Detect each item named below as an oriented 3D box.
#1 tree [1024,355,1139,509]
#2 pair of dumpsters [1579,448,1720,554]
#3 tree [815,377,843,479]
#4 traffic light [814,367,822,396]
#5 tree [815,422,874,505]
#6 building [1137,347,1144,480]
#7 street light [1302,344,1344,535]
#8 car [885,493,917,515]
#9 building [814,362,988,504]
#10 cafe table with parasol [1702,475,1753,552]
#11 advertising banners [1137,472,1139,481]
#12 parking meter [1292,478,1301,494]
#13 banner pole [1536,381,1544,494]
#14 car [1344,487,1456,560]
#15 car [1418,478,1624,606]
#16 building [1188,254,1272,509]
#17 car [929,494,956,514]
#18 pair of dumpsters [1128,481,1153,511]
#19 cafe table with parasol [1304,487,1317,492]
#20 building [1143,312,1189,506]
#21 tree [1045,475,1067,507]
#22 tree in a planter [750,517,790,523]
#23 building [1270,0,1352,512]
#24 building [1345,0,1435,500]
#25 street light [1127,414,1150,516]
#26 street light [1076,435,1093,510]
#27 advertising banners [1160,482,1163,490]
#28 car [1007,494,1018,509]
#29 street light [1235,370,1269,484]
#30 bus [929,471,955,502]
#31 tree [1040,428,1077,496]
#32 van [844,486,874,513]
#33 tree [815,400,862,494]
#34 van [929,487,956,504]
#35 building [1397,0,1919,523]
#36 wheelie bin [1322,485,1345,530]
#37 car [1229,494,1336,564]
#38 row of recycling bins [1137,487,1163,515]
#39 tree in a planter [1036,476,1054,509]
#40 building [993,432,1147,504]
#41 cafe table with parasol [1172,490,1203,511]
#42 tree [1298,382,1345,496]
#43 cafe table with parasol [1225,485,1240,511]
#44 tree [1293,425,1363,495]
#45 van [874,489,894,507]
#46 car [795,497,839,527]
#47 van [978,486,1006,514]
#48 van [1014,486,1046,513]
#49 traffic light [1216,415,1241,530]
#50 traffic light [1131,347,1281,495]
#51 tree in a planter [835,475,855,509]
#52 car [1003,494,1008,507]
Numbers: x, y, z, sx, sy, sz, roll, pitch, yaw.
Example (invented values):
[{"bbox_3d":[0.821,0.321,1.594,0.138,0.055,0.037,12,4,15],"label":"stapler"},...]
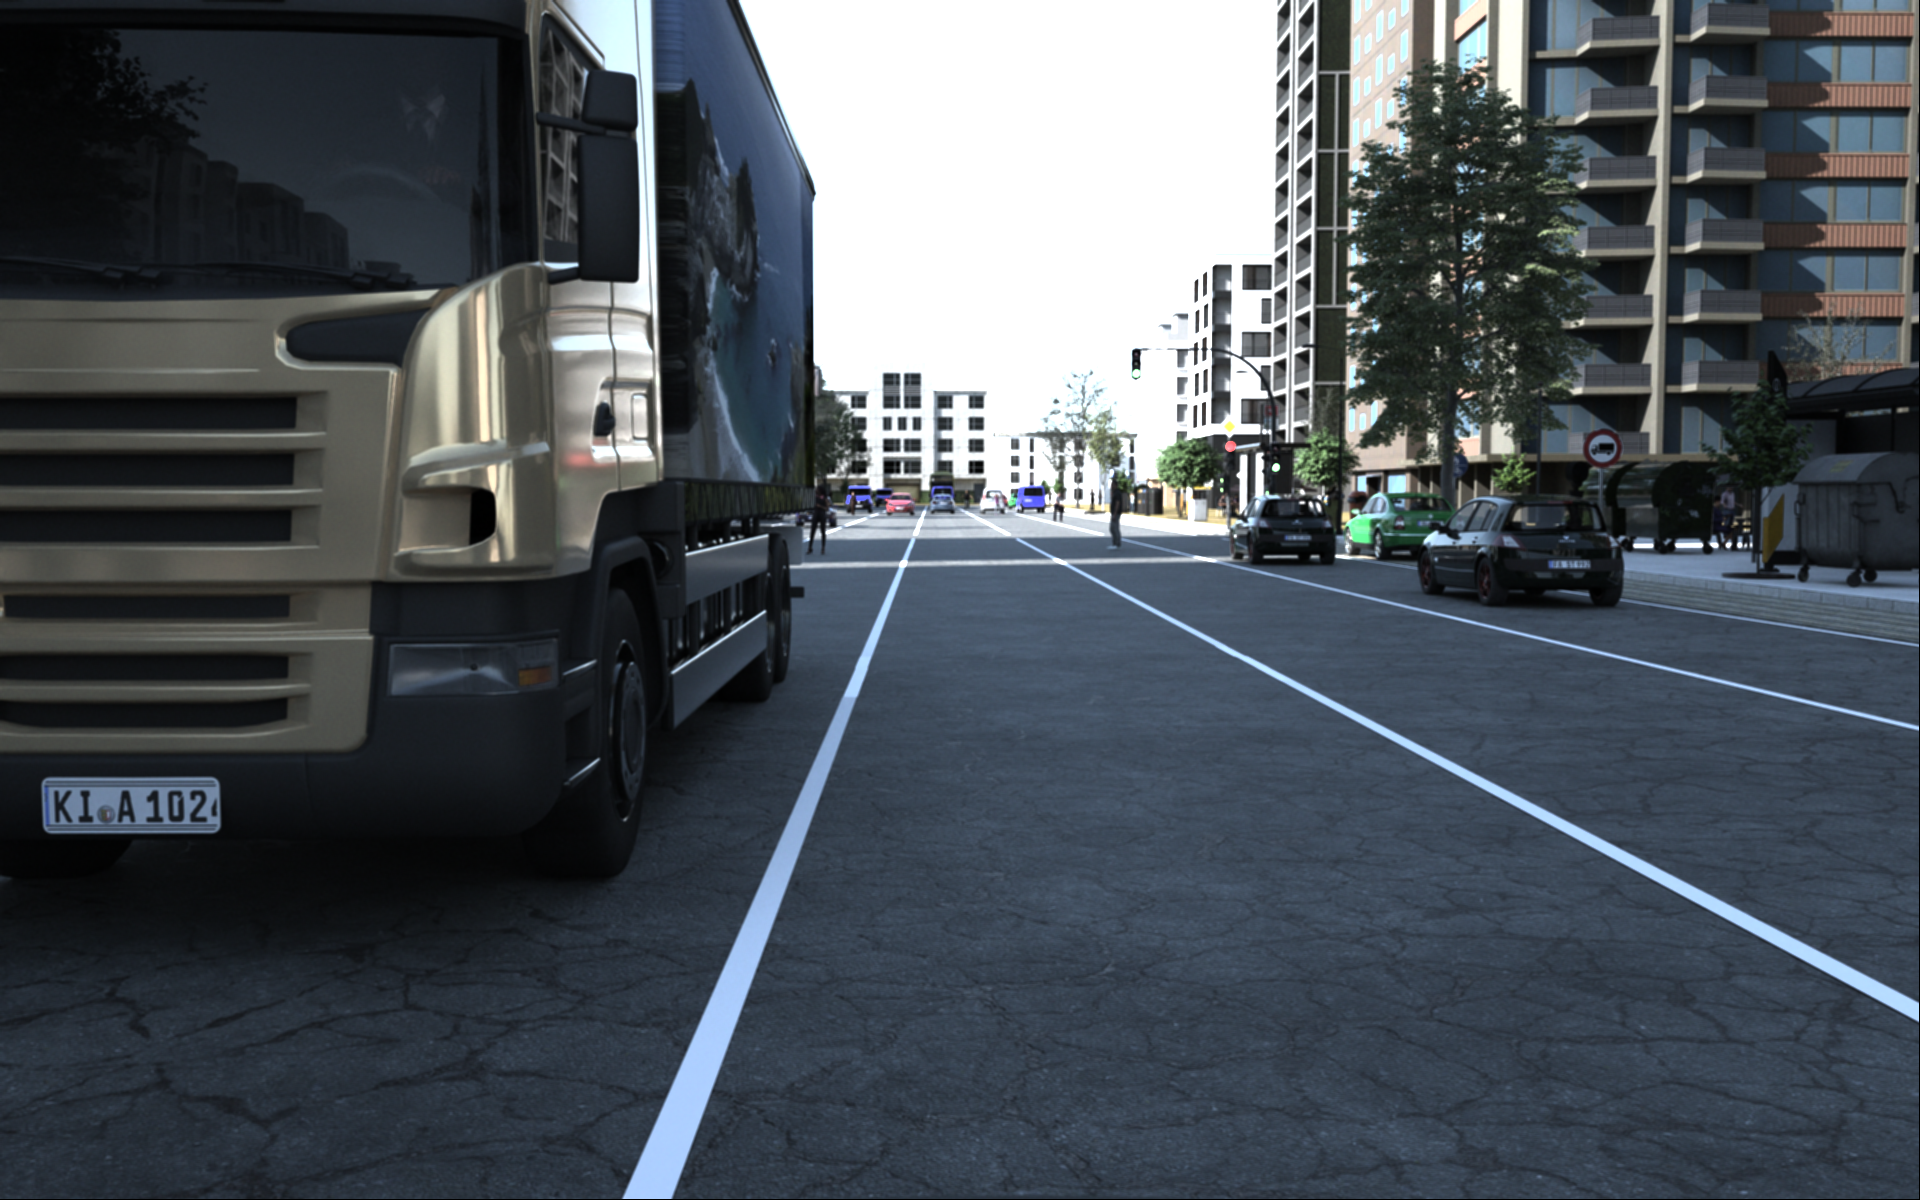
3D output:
[{"bbox_3d":[10.555,-14.850,153.165,12.009,13.543,11.850,0,3,0],"label":"tree"},{"bbox_3d":[15.318,-2.217,38.736,1.574,2.255,4.437,0,4,-1],"label":"pair of dumpsters"},{"bbox_3d":[-13.432,-13.882,145.098,7.486,12.596,7.792,0,3,0],"label":"tree"},{"bbox_3d":[-7.315,-5.327,61.768,4.771,5.953,1.251,0,4,-1],"label":"traffic light"},{"bbox_3d":[-14.166,-16.920,211.047,8.767,10.594,7.601,1,4,16],"label":"tree"},{"bbox_3d":[28.466,-20.843,197.208,16.016,20.091,11.380,0,4,-1],"label":"building"},{"bbox_3d":[11.264,-4.966,53.735,1.470,5.913,1.316,0,4,-1],"label":"street light"},{"bbox_3d":[-4.006,-6.634,117.513,2.155,1.783,4.494,0,4,0],"label":"car"},{"bbox_3d":[-12.072,-22.842,239.923,31.486,18.905,16.747,0,4,-1],"label":"building"},{"bbox_3d":[17.813,-2.097,39.148,2.610,1.966,2.610,0,4,-3],"label":"cafe table with parasol"},{"bbox_3d":[14.161,-8.587,136.583,0.090,3.025,2.074,0,4,-3],"label":"advertising banners"},{"bbox_3d":[12.529,-3.596,64.513,0.255,1.863,0.399,0,4,1],"label":"parking meter"},{"bbox_3d":[12.917,-2.974,38.646,0.401,3.779,0.863,1,4,19],"label":"banner pole"},{"bbox_3d":[9.860,-1.826,38.648,1.959,1.807,4.718,0,4,-1],"label":"car"},{"bbox_3d":[7.515,-0.839,23.508,2.009,1.686,4.222,0,4,-1],"label":"car"},{"bbox_3d":[35.212,-19.570,163.937,27.936,21.610,32.646,0,4,-1],"label":"building"},{"bbox_3d":[-1.295,-7.048,127.229,2.014,1.417,4.499,0,4,-2],"label":"car"},{"bbox_3d":[13.126,-7.597,126.698,1.574,2.255,4.437,0,4,-1],"label":"pair of dumpsters"},{"bbox_3d":[20.541,-6.197,106.182,2.610,1.966,2.610,2,4,23],"label":"cafe table with parasol"},{"bbox_3d":[28.711,-20.149,185.852,16.016,20.091,11.380,0,4,-1],"label":"building"},{"bbox_3d":[9.898,-11.051,175.290,1.663,3.219,1.824,0,3,0],"label":"tree"},{"bbox_3d":[-9.529,-5.455,86.409,1.991,3.239,1.994,0,4,-1],"label":"tree in a planter"},{"bbox_3d":[32.867,-42.060,125.927,20.563,71.187,20.611,0,4,-1],"label":"building"},{"bbox_3d":[31.337,-27.598,101.330,14.600,45.320,14.200,0,4,-1],"label":"building"},{"bbox_3d":[10.429,-7.865,101.136,1.470,5.913,1.316,0,4,-1],"label":"street light"},{"bbox_3d":[9.875,-10.070,137.187,1.470,5.913,1.316,0,4,-1],"label":"street light"},{"bbox_3d":[13.263,-7.381,116.867,0.090,3.025,2.074,2,4,35],"label":"advertising banners"},{"bbox_3d":[5.493,-9.501,164.134,1.959,1.807,4.718,0,4,-1],"label":"car"},{"bbox_3d":[11.005,-5.660,65.086,1.470,5.913,1.316,0,4,-1],"label":"street light"},{"bbox_3d":[-1.928,-11.872,185.652,2.896,3.916,12.252,0,4,-1],"label":"bus"},{"bbox_3d":[10.202,-14.044,179.987,4.360,8.622,3.978,0,3,0],"label":"tree"},{"bbox_3d":[-7.674,-7.841,132.587,2.240,2.365,5.245,0,4,-2],"label":"van"},{"bbox_3d":[-13.924,-15.355,176.804,9.928,11.665,9.643,0,3,0],"label":"tree"},{"bbox_3d":[-1.435,-8.405,141.805,2.240,2.365,5.245,0,4,-1],"label":"van"},{"bbox_3d":[36.887,-26.267,84.085,28.867,44.769,22.147,0,4,-1],"label":"building"},{"bbox_3d":[13.474,-3.338,62.492,0.693,1.594,0.980,2,4,29],"label":"wheelie bin"},{"bbox_3d":[6.781,-1.642,36.634,2.009,1.686,4.222,0,4,1],"label":"car"},{"bbox_3d":[11.979,-6.223,108.865,1.069,1.692,3.534,-1,4,-9],"label":"row of recycling bins"},{"bbox_3d":[7.955,-10.261,164.982,1.991,3.239,1.994,0,4,-1],"label":"tree in a planter"},{"bbox_3d":[18.507,-18.044,237.161,28.070,9.664,9.099,0,4,-1],"label":"building"},{"bbox_3d":[17.563,-7.883,133.757,2.610,1.966,2.610,-3,5,-45],"label":"cafe table with parasol"},{"bbox_3d":[24.098,-9.979,113.521,4.360,8.622,3.978,0,3,0],"label":"tree"},{"bbox_3d":[20.829,-7.667,130.217,2.610,1.966,2.610,-1,4,-21],"label":"cafe table with parasol"},{"bbox_3d":[17.270,-5.992,81.686,4.285,4.588,4.351,0,3,0],"label":"tree"},{"bbox_3d":[-8.291,-11.399,190.761,2.240,2.365,5.245,0,3,0],"label":"van"},{"bbox_3d":[-6.283,-3.870,75.847,1.945,1.354,3.894,0,4,-3],"label":"car"},{"bbox_3d":[2.336,-7.204,124.802,2.013,2.044,4.112,0,4,-2],"label":"van"},{"bbox_3d":[5.430,-7.884,133.291,2.240,2.365,5.245,0,4,-3],"label":"van"},{"bbox_3d":[9.613,-4.471,62.026,0.839,4.253,0.868,0,4,-1],"label":"traffic light"},{"bbox_3d":[7.654,-4.844,53.866,4.771,5.953,1.251,0,4,-1],"label":"traffic light"},{"bbox_3d":[-10.781,-10.172,163.535,1.991,3.239,1.994,0,4,-1],"label":"tree in a planter"},{"bbox_3d":[4.559,-11.738,200.959,2.155,1.783,4.494,0,4,-3],"label":"car"}]
